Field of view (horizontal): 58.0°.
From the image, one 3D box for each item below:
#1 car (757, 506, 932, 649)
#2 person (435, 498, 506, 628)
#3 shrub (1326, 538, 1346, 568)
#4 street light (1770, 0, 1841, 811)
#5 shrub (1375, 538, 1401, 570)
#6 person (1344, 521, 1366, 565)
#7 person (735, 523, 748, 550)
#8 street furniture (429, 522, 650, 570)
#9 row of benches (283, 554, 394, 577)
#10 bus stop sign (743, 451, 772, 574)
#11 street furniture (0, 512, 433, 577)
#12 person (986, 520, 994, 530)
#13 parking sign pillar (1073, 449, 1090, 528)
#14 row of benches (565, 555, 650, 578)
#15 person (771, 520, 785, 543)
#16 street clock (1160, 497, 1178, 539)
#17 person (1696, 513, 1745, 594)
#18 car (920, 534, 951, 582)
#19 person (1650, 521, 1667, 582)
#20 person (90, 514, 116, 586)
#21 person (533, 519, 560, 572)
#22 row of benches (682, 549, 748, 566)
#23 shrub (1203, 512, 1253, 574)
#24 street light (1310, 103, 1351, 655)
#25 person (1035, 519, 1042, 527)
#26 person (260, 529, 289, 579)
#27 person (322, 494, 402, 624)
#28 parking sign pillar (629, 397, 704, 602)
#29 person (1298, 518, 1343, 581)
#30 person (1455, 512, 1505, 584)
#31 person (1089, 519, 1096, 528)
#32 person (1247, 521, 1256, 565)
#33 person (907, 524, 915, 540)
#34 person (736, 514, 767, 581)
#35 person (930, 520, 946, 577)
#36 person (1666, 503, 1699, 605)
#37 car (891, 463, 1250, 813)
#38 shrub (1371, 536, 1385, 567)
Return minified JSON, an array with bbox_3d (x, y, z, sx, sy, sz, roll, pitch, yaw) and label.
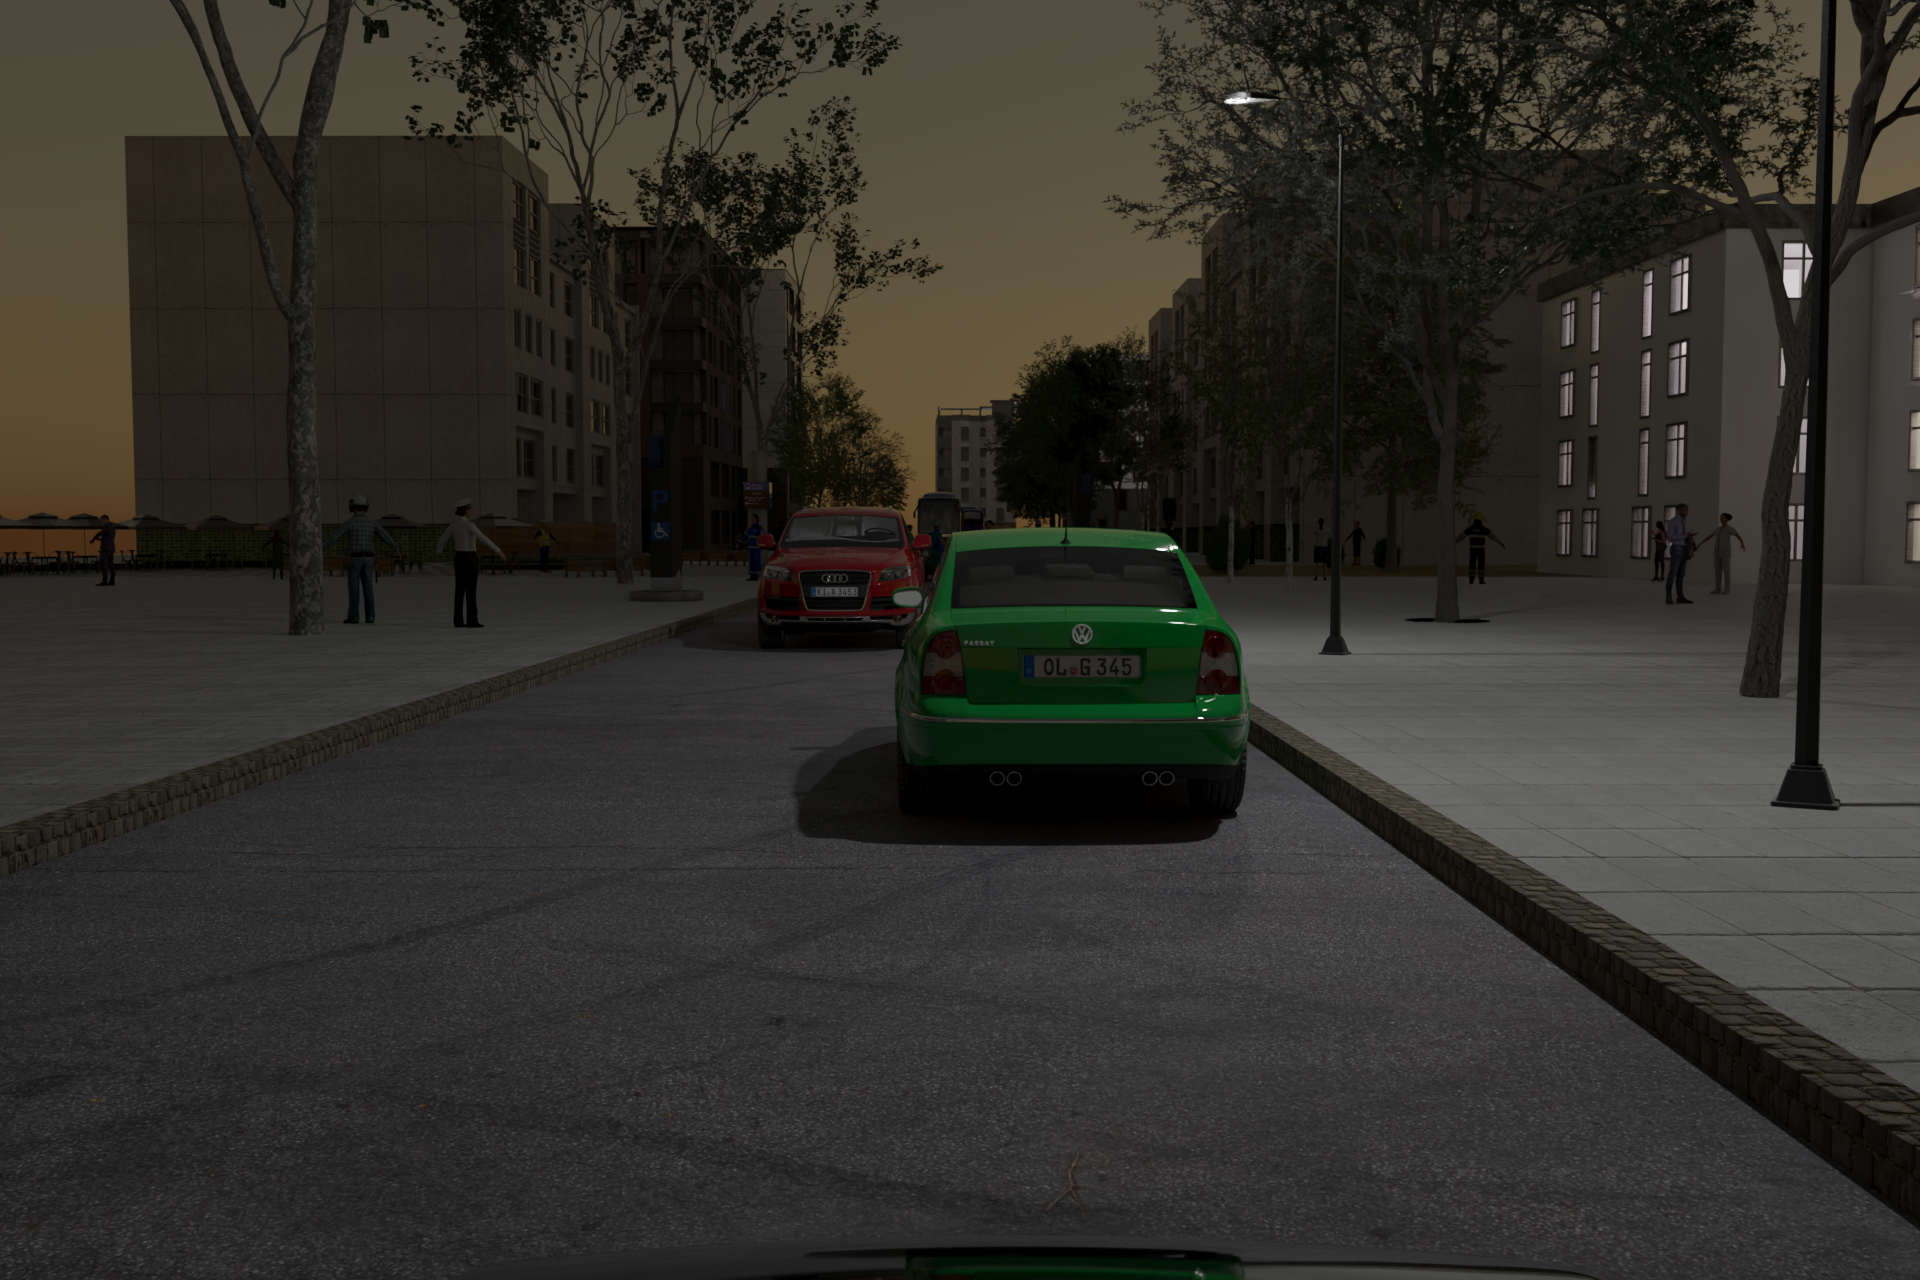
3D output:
[{"bbox_3d":[-1.516,-0.897,23.336,2.281,1.827,5.304,0,4,0],"label":"car"},{"bbox_3d":[-6.746,-1.061,23.804,1.216,1.778,0.721,2,4,26],"label":"person"},{"bbox_3d":[13.998,-3.300,65.072,1.383,1.207,1.383,0,3,0],"label":"shrub"},{"bbox_3d":[4.548,-2.170,8.021,1.470,5.913,1.316,0,4,0],"label":"street light"},{"bbox_3d":[15.256,-3.093,61.688,1.383,1.207,1.383,0,3,0],"label":"shrub"},{"bbox_3d":[16.388,-4.006,71.634,0.704,1.812,1.346,-2,4,-25],"label":"person"},{"bbox_3d":[-10.383,-4.797,84.574,1.345,1.843,0.704,-2,4,-31],"label":"person"},{"bbox_3d":[-14.592,-3.481,63.765,11.010,1.723,9.812,0,4,0],"label":"street furniture"},{"bbox_3d":[-18.894,-2.274,52.645,4.104,0.672,1.422,2,4,24],"label":"row of benches"},{"bbox_3d":[-6.443,-4.044,55.139,0.837,3.901,0.837,0,4,-1],"label":"bus stop sign"},{"bbox_3d":[-31.170,-3.377,60.239,14.083,1.986,27.439,1,4,19],"label":"street furniture"},{"bbox_3d":[0.785,-2.319,46.553,1.347,1.806,0.705,1,4,18],"label":"person"},{"bbox_3d":[3.866,-4.094,55.416,1.447,3.967,1.447,0,4,-1],"label":"parking sign pillar"},{"bbox_3d":[-10.145,-2.272,52.616,1.422,0.672,4.104,3,5,40],"label":"row of benches"},{"bbox_3d":[-6.679,-3.578,64.729,1.346,1.802,0.704,0,4,3],"label":"person"},{"bbox_3d":[4.126,-1.810,34.168,0.358,2.002,0.471,0,4,0],"label":"street clock"},{"bbox_3d":[16.276,-1.853,37.063,0.721,1.739,1.217,-2,4,-29],"label":"person"},{"bbox_3d":[-0.388,-2.687,53.713,2.009,1.686,4.222,0,4,-1],"label":"car"},{"bbox_3d":[18.812,-2.399,46.734,0.415,1.643,0.593,-2,4,-28],"label":"person"},{"bbox_3d":[-21.263,-2.229,42.941,0.568,1.767,0.683,-1,4,-11],"label":"person"},{"bbox_3d":[-13.897,-3.161,58.142,0.721,1.772,1.216,2,4,29],"label":"person"},{"bbox_3d":[-9.576,-3.346,70.162,4.104,0.672,1.422,2,4,34],"label":"row of benches"},{"bbox_3d":[8.584,-3.128,55.566,1.690,2.028,1.600,0,3,0],"label":"shrub"},{"bbox_3d":[4.542,-2.798,18.285,1.470,5.913,1.316,0,4,0],"label":"street light"},{"bbox_3d":[3.043,-3.772,67.447,1.354,1.856,0.705,0,4,7],"label":"person"},{"bbox_3d":[-19.417,-2.452,49.298,0.989,1.438,0.599,-1,4,-10],"label":"person"},{"bbox_3d":[-8.645,-1.167,24.916,1.345,1.849,0.704,-3,5,-42],"label":"person"},{"bbox_3d":[-5.687,-2.752,33.465,1.447,3.967,1.447,0,4,0],"label":"parking sign pillar"},{"bbox_3d":[9.965,-2.511,47.883,1.217,1.735,0.721,0,4,6],"label":"person"},{"bbox_3d":[13.278,-2.365,44.436,1.351,1.858,0.704,2,4,26],"label":"person"},{"bbox_3d":[4.590,-3.261,59.451,0.705,1.813,1.348,-1,4,-20],"label":"person"},{"bbox_3d":[12.273,-4.104,73.033,0.705,1.837,1.347,1,4,20],"label":"person"},{"bbox_3d":[-2.046,-3.839,71.367,0.704,1.843,1.345,2,4,26],"label":"person"},{"bbox_3d":[-5.642,-2.538,47.474,1.345,1.831,0.704,3,5,44],"label":"person"},{"bbox_3d":[-0.600,-2.419,48.132,0.704,1.817,1.347,-2,4,-24],"label":"person"},{"bbox_3d":[13.207,-1.568,31.549,0.709,1.838,0.599,-3,5,-41],"label":"person"},{"bbox_3d":[0.549,-0.091,10.279,1.959,1.807,4.718,0,4,0],"label":"car"},{"bbox_3d":[15.869,-3.281,64.755,1.383,1.207,1.383,0,3,0],"label":"shrub"}]
